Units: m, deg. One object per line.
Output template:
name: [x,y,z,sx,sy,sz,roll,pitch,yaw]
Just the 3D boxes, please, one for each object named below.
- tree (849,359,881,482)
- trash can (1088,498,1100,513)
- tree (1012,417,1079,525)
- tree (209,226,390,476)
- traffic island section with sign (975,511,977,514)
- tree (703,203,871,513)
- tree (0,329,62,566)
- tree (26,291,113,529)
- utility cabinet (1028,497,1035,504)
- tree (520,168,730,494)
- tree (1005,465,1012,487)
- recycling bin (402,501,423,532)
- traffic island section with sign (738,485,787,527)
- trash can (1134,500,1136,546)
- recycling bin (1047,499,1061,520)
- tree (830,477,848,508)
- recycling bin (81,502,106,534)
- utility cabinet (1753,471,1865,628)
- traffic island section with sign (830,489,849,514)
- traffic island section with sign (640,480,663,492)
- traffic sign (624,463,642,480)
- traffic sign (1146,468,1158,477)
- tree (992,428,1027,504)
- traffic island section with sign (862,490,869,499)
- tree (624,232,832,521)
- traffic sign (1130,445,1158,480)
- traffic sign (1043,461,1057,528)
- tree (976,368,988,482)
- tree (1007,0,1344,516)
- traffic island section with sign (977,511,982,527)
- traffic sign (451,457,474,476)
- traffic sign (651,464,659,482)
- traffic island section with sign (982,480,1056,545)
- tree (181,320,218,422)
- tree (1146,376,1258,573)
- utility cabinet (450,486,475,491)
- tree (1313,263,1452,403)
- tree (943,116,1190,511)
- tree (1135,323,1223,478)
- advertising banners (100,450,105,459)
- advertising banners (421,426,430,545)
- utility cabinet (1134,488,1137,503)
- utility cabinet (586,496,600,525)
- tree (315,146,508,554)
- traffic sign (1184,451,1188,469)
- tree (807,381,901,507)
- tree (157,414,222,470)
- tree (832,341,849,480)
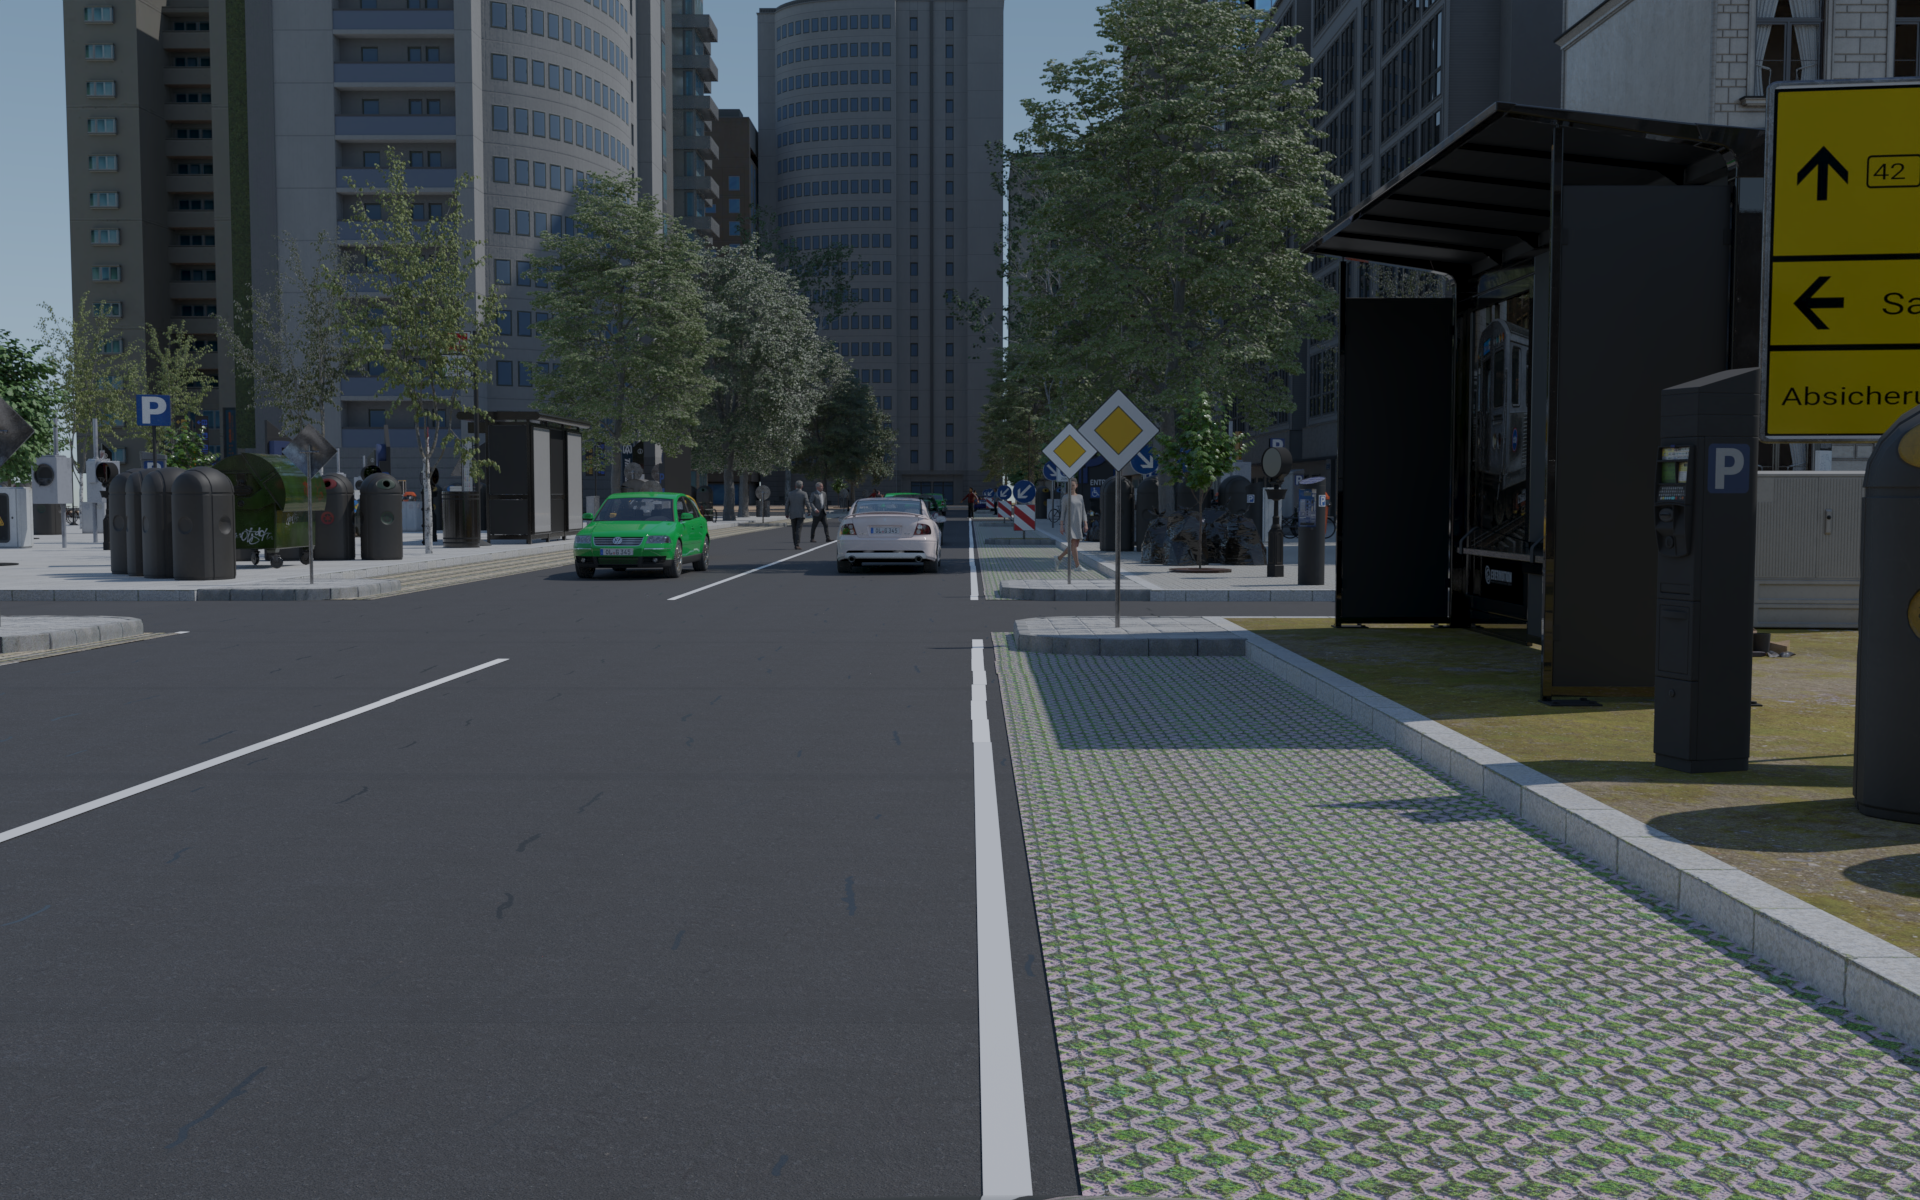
tree: [-10.826,-14.190,138.666,9.857,13.997,8.962,0,3,0]
trash can: [4.831,-3.047,61.465,0.748,1.137,0.748,0,3,0]
tree: [4.940,-5.418,72.302,4.285,4.588,4.351,0,3,0]
tree: [-17.626,-5.905,46.904,4.360,8.622,3.978,0,3,0]
traffic island section with sign: [2.093,-7.203,126.397,1.989,1.847,2.006,0,4,0]
tree: [-12.918,-15.884,115.593,12.611,20.169,13.585,0,3,0]
tree: [-17.642,-2.891,30.988,4.285,4.588,4.351,0,3,0]
tree: [-32.241,-6.929,63.644,4.737,8.622,4.395,0,3,0]
utility cabinet: [4.303,-5.357,96.273,0.318,1.500,1.173,3,5,43]
tree: [-11.789,-8.740,61.033,7.486,12.596,7.792,0,3,0]
tree: [5.387,-9.796,143.884,4.285,4.588,4.351,0,3,0]
recycling bin: [-18.695,-2.851,59.166,0.722,1.027,0.722,1,4,16]
traffic island section with sign: [-8.674,-4.145,76.405,1.989,1.847,2.006,0,4,0]
trash can: [4.531,-1.921,43.068,0.748,1.137,0.748,0,3,0]
recycling bin: [4.829,-4.551,86.955,0.722,1.027,0.722,2,4,26]
tree: [-11.201,-10.211,161.543,1.663,3.219,1.824,0,3,0]
recycling bin: [-28.184,-2.686,56.469,0.722,1.027,0.722,-1,4,-17]
utility cabinet: [8.076,-0.474,16.437,1.173,1.500,0.318,0,4,6]
traffic island section with sign: [-8.425,-7.207,126.459,1.989,1.847,2.006,0,4,0]
traffic island section with sign: [-8.820,-2.488,49.304,1.989,1.847,2.006,0,4,0]
traffic sign: [-13.211,-4.275,69.997,0.768,2.556,0.104,1,4,8]
traffic sign: [6.426,-3.539,57.974,0.768,2.556,0.104,0,4,4]
tree: [5.193,-13.270,167.331,4.360,8.622,3.978,0,3,0]
traffic island section with sign: [-8.295,-8.862,153.527,1.989,1.847,2.006,0,4,0]
tree: [-11.293,-10.816,83.504,9.857,13.997,8.962,0,3,0]
traffic sign: [4.796,-2.745,44.987,0.768,2.556,0.104,0,4,4]
traffic sign: [3.518,-4.000,65.510,0.768,2.556,0.104,1,4,10]
tree: [4.760,-11.657,108.723,7.486,12.596,7.792,0,3,0]
tree: [4.764,-7.224,36.239,7.486,12.596,7.792,0,3,0]
traffic island section with sign: [1.844,-4.144,76.381,1.989,1.847,2.006,0,4,0]
traffic sign: [-14.618,-3.127,51.128,0.884,2.594,0.081,1,4,9]
traffic sign: [-12.601,-4.446,72.794,0.768,2.556,0.104,0,4,5]
traffic island section with sign: [1.703,-2.495,49.426,1.989,1.847,2.006,0,4,0]
tree: [-33.315,-7.468,72.465,4.737,8.622,4.395,0,3,0]
tree: [3.832,-2.072,28.483,1.663,3.219,1.824,0,3,0]
utility cabinet: [-13.935,-2.454,48.796,0.318,1.500,1.173,-3,5,-43]
tree: [11.609,-5.831,45.697,4.360,8.622,3.978,0,3,0]
tree: [5.552,-14.040,85.439,12.611,20.169,13.585,0,3,0]
tree: [9.371,-7.498,72.954,4.360,8.622,3.978,0,3,0]
advertising banners: [-33.596,-4.425,68.539,2.074,3.025,0.090,3,5,43]
advertising banners: [-13.600,-2.932,44.118,0.090,3.025,2.074,-1,4,-12]
utility cabinet: [6.984,-3.666,68.624,0.318,1.500,1.173,-1,4,-18]
utility cabinet: [-12.857,-3.027,60.646,0.306,1.237,1.020,0,4,-2]
tree: [-11.413,-5.289,36.842,4.737,8.622,4.395,0,3,0]
traffic sign: [5.998,-2.770,45.394,0.768,2.556,0.104,0,4,7]
tree: [-10.648,-15.633,172.601,9.611,12.733,9.660,0,3,0]
tree: [-18.599,-2.896,41.944,1.663,3.219,1.824,0,3,0]
tree: [-12.057,-11.555,95.574,9.857,13.997,8.962,0,3,0]
